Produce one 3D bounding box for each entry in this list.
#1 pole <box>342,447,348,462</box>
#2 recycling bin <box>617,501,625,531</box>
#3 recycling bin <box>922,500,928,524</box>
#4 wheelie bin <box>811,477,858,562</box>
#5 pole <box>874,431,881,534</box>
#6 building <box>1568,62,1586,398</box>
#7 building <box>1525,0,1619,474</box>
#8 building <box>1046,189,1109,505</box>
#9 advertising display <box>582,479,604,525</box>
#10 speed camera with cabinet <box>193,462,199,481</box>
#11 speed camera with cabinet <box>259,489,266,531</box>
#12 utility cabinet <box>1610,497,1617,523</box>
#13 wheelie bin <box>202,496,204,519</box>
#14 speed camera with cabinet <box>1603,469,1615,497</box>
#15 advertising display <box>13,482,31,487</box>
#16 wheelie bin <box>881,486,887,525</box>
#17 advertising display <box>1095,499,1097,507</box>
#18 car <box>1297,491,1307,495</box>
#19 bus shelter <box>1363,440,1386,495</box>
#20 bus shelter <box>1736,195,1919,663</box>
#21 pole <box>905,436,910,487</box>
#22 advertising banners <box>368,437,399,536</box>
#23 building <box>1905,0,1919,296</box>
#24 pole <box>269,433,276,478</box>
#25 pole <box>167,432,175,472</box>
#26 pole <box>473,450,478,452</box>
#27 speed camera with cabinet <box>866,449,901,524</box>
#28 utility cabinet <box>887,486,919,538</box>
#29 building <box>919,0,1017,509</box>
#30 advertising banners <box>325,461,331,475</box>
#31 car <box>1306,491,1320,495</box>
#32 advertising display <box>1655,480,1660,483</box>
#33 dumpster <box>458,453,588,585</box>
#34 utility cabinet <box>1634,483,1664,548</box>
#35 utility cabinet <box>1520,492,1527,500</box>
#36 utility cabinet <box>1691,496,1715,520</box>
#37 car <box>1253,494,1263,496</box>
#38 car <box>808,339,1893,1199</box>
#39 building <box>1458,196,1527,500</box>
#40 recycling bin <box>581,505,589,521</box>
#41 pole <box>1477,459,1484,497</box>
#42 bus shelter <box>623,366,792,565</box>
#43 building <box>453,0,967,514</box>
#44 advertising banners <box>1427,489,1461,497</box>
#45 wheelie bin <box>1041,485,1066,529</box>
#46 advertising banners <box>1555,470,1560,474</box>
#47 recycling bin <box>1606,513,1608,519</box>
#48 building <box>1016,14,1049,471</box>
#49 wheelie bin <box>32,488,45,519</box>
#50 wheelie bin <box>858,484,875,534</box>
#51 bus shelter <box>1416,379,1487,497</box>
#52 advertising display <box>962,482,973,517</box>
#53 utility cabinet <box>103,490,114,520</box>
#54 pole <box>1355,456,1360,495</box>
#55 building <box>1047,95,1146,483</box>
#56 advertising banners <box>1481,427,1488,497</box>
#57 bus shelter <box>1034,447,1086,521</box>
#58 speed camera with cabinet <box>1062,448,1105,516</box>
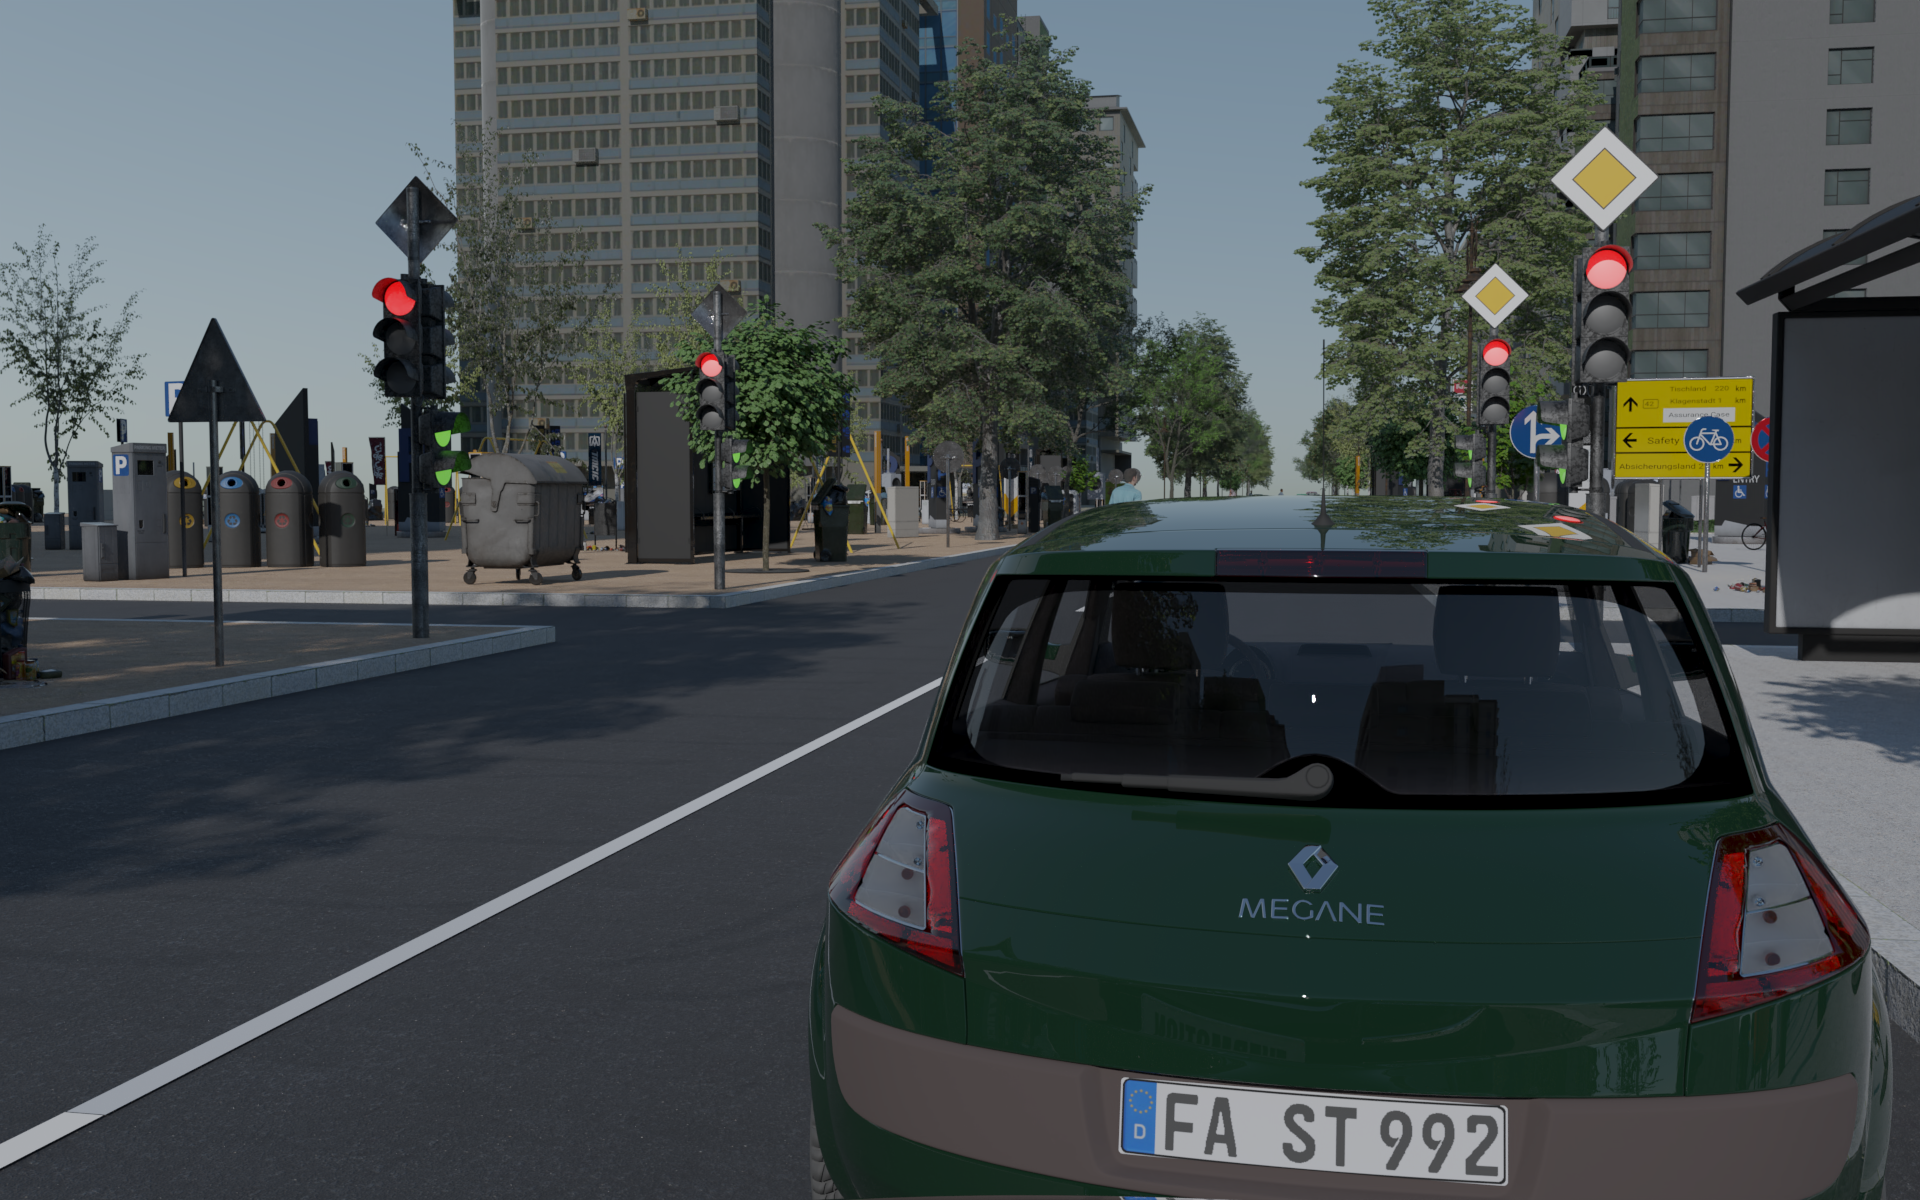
[{"bbox_3d":[-26.766,-4.991,75.444,0.158,3.312,0.155,0,3,0],"label":"pole"},{"bbox_3d":[-11.584,-2.966,61.049,0.722,1.027,0.722,3,4,36],"label":"recycling bin"},{"bbox_3d":[-1.151,-3.729,73.525,0.722,1.027,0.722,2,4,26],"label":"recycling bin"},{"bbox_3d":[-2.452,-1.535,33.006,0.693,1.594,0.980,-1,4,-16],"label":"wheelie bin"},{"bbox_3d":[-2.669,-3.810,56.139,0.158,3.312,0.155,0,3,0],"label":"pole"},{"bbox_3d":[48.329,-21.105,116.769,14.160,30.474,14.107,1,4,11],"label":"building"},{"bbox_3d":[59.971,-33.386,135.107,28.713,52.752,27.495,1,4,11],"label":"building"},{"bbox_3d":[3.804,-31.675,209.759,32.217,40.220,23.993,1,4,11],"label":"building"},{"bbox_3d":[-15.476,-4.145,72.981,0.974,1.923,0.123,-3,4,-38],"label":"advertising display"},{"bbox_3d":[-48.283,-6.941,107.816,2.038,3.252,0.660,2,4,30],"label":"speed camera with cabinet"},{"bbox_3d":[-23.589,-4.000,59.735,0.660,3.252,2.038,2,4,32],"label":"speed camera with cabinet"},{"bbox_3d":[16.517,-2.053,44.732,1.020,1.237,0.306,-2,4,-35],"label":"utility cabinet"},{"bbox_3d":[-37.200,-4.667,84.221,0.980,1.594,0.693,0,4,-4],"label":"wheelie bin"},{"bbox_3d":[23.016,-4.148,62.159,0.660,3.252,2.038,2,4,31],"label":"speed camera with cabinet"},{"bbox_3d":[-50.707,-5.411,93.676,0.974,1.923,0.123,0,4,7],"label":"advertising display"},{"bbox_3d":[-3.357,-3.875,71.263,0.980,1.594,0.693,1,4,16],"label":"wheelie bin"},{"bbox_3d":[6.893,-4.919,85.637,0.123,1.923,0.974,-1,4,-15],"label":"advertising display"},{"bbox_3d":[43.676,-12.996,221.285,1.959,1.807,4.718,1,4,13],"label":"car"},{"bbox_3d":[18.862,-5.247,77.074,1.731,3.624,6.357,1,4,12],"label":"bus shelter"},{"bbox_3d":[6.517,-1.027,10.718,2.014,3.302,5.546,1,4,11],"label":"bus shelter"},{"bbox_3d":[-1.862,-4.122,61.231,0.158,3.312,0.155,0,3,0],"label":"pole"},{"bbox_3d":[-17.042,-3.472,52.957,2.074,3.025,0.090,0,4,3],"label":"advertising banners"},{"bbox_3d":[37.513,-18.871,80.239,14.160,30.474,14.107,1,4,11],"label":"building"},{"bbox_3d":[-22.981,-3.922,57.964,0.158,3.312,0.155,0,3,0],"label":"pole"},{"bbox_3d":[-26.081,-3.882,57.313,0.158,3.312,0.155,0,3,0],"label":"pole"},{"bbox_3d":[-22.339,-5.269,79.984,0.158,3.312,0.155,0,3,0],"label":"pole"},{"bbox_3d":[-3.415,-4.914,74.687,0.660,3.252,2.038,3,5,40],"label":"speed camera with cabinet"},{"bbox_3d":[-1.677,-2.574,50.770,0.318,1.500,1.173,2,4,34],"label":"utility cabinet"},{"bbox_3d":[-3.677,-29.425,131.213,14.600,45.320,14.200,1,4,11],"label":"building"},{"bbox_3d":[-32.435,-5.813,91.236,2.074,3.025,0.090,0,4,6],"label":"advertising banners"},{"bbox_3d":[49.388,-14.350,243.300,2.281,1.827,5.304,1,4,10],"label":"car"},{"bbox_3d":[25.390,-3.606,64.164,0.974,1.923,0.123,3,5,40],"label":"advertising display"},{"bbox_3d":[-6.320,-1.180,25.059,1.264,1.857,1.865,1,4,11],"label":"dumpster"},{"bbox_3d":[14.607,-1.714,36.701,0.318,1.500,1.173,0,4,8],"label":"utility cabinet"},{"bbox_3d":[18.555,-2.863,55.484,1.173,1.500,0.318,0,4,2],"label":"utility cabinet"},{"bbox_3d":[29.559,-3.534,68.945,1.020,1.237,0.306,-2,4,-28],"label":"utility cabinet"},{"bbox_3d":[34.185,-11.556,198.728,2.009,1.686,4.222,1,4,12],"label":"car"},{"bbox_3d":[0.929,0.333,4.345,2.009,1.686,4.222,1,4,13],"label":"car"},{"bbox_3d":[80.291,-33.063,232.463,32.217,40.220,23.993,1,4,11],"label":"building"},{"bbox_3d":[-18.351,-4.383,84.221,0.722,1.027,0.722,-2,4,-25],"label":"recycling bin"},{"bbox_3d":[18.746,-4.191,62.359,0.158,3.312,0.155,0,3,0],"label":"pole"},{"bbox_3d":[-4.750,-2.644,34.513,1.731,3.624,6.357,1,4,11],"label":"bus shelter"},{"bbox_3d":[-15.913,-25.835,114.279,32.217,40.220,23.993,1,4,11],"label":"building"},{"bbox_3d":[15.061,-3.462,52.790,2.074,3.025,0.090,-2,4,-27],"label":"advertising banners"},{"bbox_3d":[3.370,-3.412,63.698,0.980,1.594,0.693,-1,4,-21],"label":"wheelie bin"},{"bbox_3d":[23.083,-4.172,64.399,2.074,3.025,0.090,1,4,12],"label":"advertising banners"},{"bbox_3d":[8.098,-0.643,23.061,0.722,1.027,0.722,-2,4,-30],"label":"recycling bin"},{"bbox_3d":[-0.559,-28.227,145.111,14.154,41.232,14.086,1,4,11],"label":"building"},{"bbox_3d":[-46.662,-4.866,87.463,0.693,1.594,0.980,1,4,22],"label":"wheelie bin"},{"bbox_3d":[-3.309,-2.892,55.195,0.980,1.594,0.693,1,4,13],"label":"wheelie bin"},{"bbox_3d":[16.229,-4.908,57.878,2.179,5.291,8.768,1,4,11],"label":"bus shelter"},{"bbox_3d":[0.596,-5.499,95.117,0.974,1.923,0.123,1,4,9],"label":"advertising display"},{"bbox_3d":[-41.641,-4.636,84.473,0.318,1.500,1.173,0,4,-2],"label":"utility cabinet"},{"bbox_3d":[21.292,-6.050,92.759,0.158,3.312,0.155,0,3,0],"label":"pole"},{"bbox_3d":[9.644,-39.517,235.341,28.713,52.752,27.495,1,4,11],"label":"building"},{"bbox_3d":[9.579,-2.163,31.549,0.090,3.025,2.074,1,4,19],"label":"advertising banners"},{"bbox_3d":[5.011,-5.815,86.356,1.731,3.624,6.357,1,4,11],"label":"bus shelter"},{"bbox_3d":[5.166,-4.879,74.112,2.038,3.252,0.660,1,4,17],"label":"speed camera with cabinet"}]
